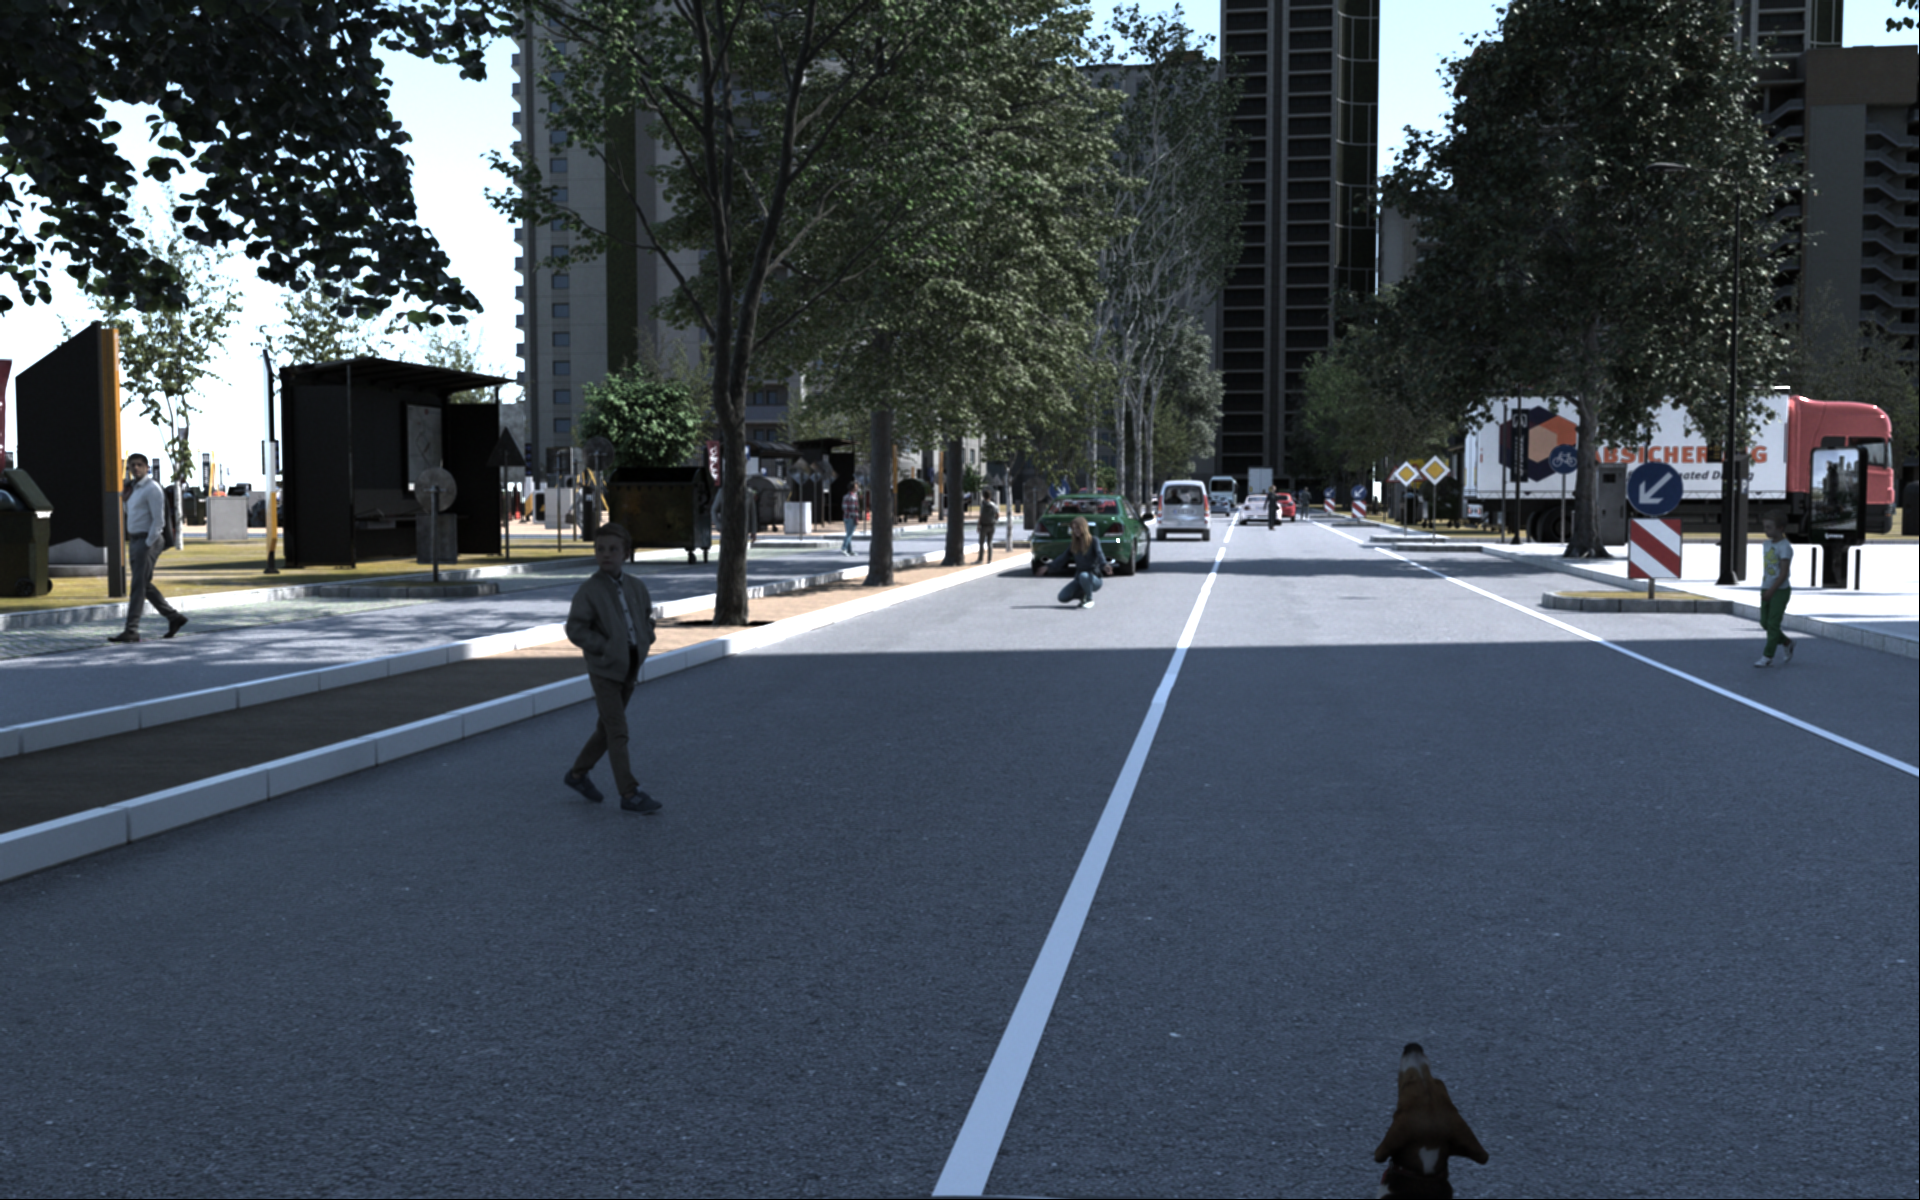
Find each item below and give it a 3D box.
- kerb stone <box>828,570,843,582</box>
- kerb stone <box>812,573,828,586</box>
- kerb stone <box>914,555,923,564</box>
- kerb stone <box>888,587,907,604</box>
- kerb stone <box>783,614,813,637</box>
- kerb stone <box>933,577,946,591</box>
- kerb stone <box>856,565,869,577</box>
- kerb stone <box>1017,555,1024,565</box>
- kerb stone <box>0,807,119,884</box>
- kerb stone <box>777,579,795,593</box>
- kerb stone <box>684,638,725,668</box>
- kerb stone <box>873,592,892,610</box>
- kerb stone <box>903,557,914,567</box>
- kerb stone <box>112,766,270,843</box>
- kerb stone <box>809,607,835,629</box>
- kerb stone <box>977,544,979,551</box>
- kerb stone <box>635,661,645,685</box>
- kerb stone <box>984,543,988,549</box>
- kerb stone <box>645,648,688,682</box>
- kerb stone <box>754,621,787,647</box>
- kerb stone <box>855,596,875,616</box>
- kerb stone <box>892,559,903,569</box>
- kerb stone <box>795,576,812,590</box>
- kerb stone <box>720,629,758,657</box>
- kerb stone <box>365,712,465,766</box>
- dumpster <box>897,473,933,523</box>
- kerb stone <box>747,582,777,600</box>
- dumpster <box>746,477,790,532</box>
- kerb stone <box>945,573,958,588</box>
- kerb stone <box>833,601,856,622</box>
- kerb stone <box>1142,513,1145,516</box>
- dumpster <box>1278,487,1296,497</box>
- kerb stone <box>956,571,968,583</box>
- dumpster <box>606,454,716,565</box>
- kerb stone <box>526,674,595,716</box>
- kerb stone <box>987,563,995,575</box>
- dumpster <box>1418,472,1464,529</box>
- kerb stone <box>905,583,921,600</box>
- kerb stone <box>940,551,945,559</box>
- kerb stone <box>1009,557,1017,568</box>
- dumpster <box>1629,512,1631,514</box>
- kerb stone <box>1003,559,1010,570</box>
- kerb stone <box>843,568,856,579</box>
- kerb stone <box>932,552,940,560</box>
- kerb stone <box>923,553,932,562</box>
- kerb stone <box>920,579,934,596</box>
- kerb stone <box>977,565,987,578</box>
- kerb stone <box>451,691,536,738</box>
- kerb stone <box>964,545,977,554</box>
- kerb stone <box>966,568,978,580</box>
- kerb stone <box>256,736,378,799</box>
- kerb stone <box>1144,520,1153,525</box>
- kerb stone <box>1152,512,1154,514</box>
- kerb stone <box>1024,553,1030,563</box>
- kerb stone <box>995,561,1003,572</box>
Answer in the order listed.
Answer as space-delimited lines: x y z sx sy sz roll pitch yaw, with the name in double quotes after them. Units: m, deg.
-2.126 -0.366 28.179 0.120 0.150 1.000 1 4 9 "kerb stone"
-2.285 -0.304 27.169 0.120 0.150 1.000 1 4 9 "kerb stone"
-0.958 -0.791 35.258 0.120 0.150 1.000 1 4 9 "kerb stone"
-0.890 -0.036 22.779 0.120 0.150 1.000 1 4 9 "kerb stone"
-1.715 0.274 17.716 0.120 0.150 1.000 1 4 9 "kerb stone"
-0.386 -0.221 25.803 0.120 0.150 1.000 1 4 9 "kerb stone"
-1.780 -0.484 30.199 0.120 0.150 1.000 1 4 9 "kerb stone"
1.115 -0.777 34.906 0.120 0.150 1.000 1 4 9 "kerb stone"
-3.550 0.955 6.600 0.120 0.150 1.000 1 4 9 "kerb stone"
-2.621 -0.181 25.152 0.120 0.150 1.000 1 4 9 "kerb stone"
-2.217 0.460 14.681 0.120 0.150 1.000 1 4 9 "kerb stone"
-1.046 0.029 21.768 0.120 0.150 1.000 1 4 9 "kerb stone"
-1.116 -0.731 34.244 0.120 0.150 1.000 1 4 9 "kerb stone"
-3.380 0.895 7.615 0.120 0.150 1.000 1 4 9 "kerb stone"
-1.556 0.216 18.736 0.120 0.150 1.000 1 4 9 "kerb stone"
0.387 -1.293 43.355 0.120 0.150 1.000 1 4 9 "kerb stone"
-2.553 0.584 12.665 0.120 0.150 1.000 1 4 9 "kerb stone"
0.545 -1.353 44.367 0.120 0.150 1.000 1 4 9 "kerb stone"
-2.382 0.521 13.673 0.120 0.150 1.000 1 4 9 "kerb stone"
-1.877 0.336 16.697 0.120 0.150 1.000 1 4 9 "kerb stone"
-1.218 0.088 20.760 0.120 0.150 1.000 1 4 9 "kerb stone"
-1.293 -0.673 33.237 0.120 0.150 1.000 1 4 9 "kerb stone"
-2.454 -0.242 26.160 0.120 0.150 1.000 1 4 9 "kerb stone"
-2.049 0.398 15.690 0.120 0.150 1.000 1 4 9 "kerb stone"
-3.047 0.774 9.634 0.120 0.150 1.000 1 4 9 "kerb stone"
-2.120 -4.627 78.141 1.502 2.255 1.985 1 4 9 "dumpster"
-2.781 -0.118 24.141 0.120 0.150 1.000 1 4 9 "kerb stone"
-6.613 -3.254 58.969 1.264 1.857 1.865 1 4 10 "dumpster"
-0.217 -0.276 26.811 0.120 0.150 1.000 1 4 9 "kerb stone"
-1.380 0.150 19.745 0.120 0.150 1.000 1 4 9 "kerb stone"
12.654 -5.848 117.817 0.120 0.150 1.000 1 4 9 "kerb stone"
36.715 -11.601 194.624 1.985 2.255 1.502 1 4 9 "dumpster"
-0.057 -0.341 27.821 0.120 0.150 1.000 1 4 9 "kerb stone"
-6.126 -1.866 35.465 1.985 2.255 1.502 1 4 10 "dumpster"
-2.718 0.645 11.651 0.120 0.150 1.000 1 4 9 "kerb stone"
0.449 -0.528 30.853 0.120 0.150 1.000 1 4 9 "kerb stone"
18.109 -3.838 65.245 1.502 2.255 1.985 1 4 9 "dumpster"
-0.716 -0.097 23.786 0.120 0.150 1.000 1 4 9 "kerb stone"
-0.448 -0.984 38.286 0.120 0.150 1.000 1 4 9 "kerb stone"
0.949 -0.710 33.894 0.120 0.150 1.000 1 4 9 "kerb stone"
20.340 -3.183 54.534 1.502 2.255 1.985 1 4 9 "dumpster"
0.782 -0.653 32.876 0.120 0.150 1.000 1 4 9 "kerb stone"
-1.958 -0.425 29.187 0.120 0.150 1.000 1 4 9 "kerb stone"
-0.626 -0.921 37.275 0.120 0.150 1.000 1 4 9 "kerb stone"
-0.791 -0.861 36.266 0.120 0.150 1.000 1 4 9 "kerb stone"
-0.549 -0.159 24.794 0.120 0.150 1.000 1 4 9 "kerb stone"
0.285 -0.468 29.842 0.120 0.150 1.000 1 4 9 "kerb stone"
-2.882 0.709 10.643 0.120 0.150 1.000 1 4 9 "kerb stone"
0.215 -1.233 42.347 0.120 0.150 1.000 1 4 9 "kerb stone"
0.117 -0.406 28.833 0.120 0.150 1.000 1 4 9 "kerb stone"
-3.215 0.836 8.623 0.120 0.150 1.000 1 4 9 "kerb stone"
9.042 -3.719 83.048 0.120 0.150 1.000 1 4 9 "kerb stone"
14.161 -6.401 126.939 0.120 0.150 1.000 1 4 9 "kerb stone"
1.287 -0.839 35.914 0.120 0.150 1.000 1 4 9 "kerb stone"
0.617 -0.588 31.866 0.120 0.150 1.000 1 4 9 "kerb stone"
